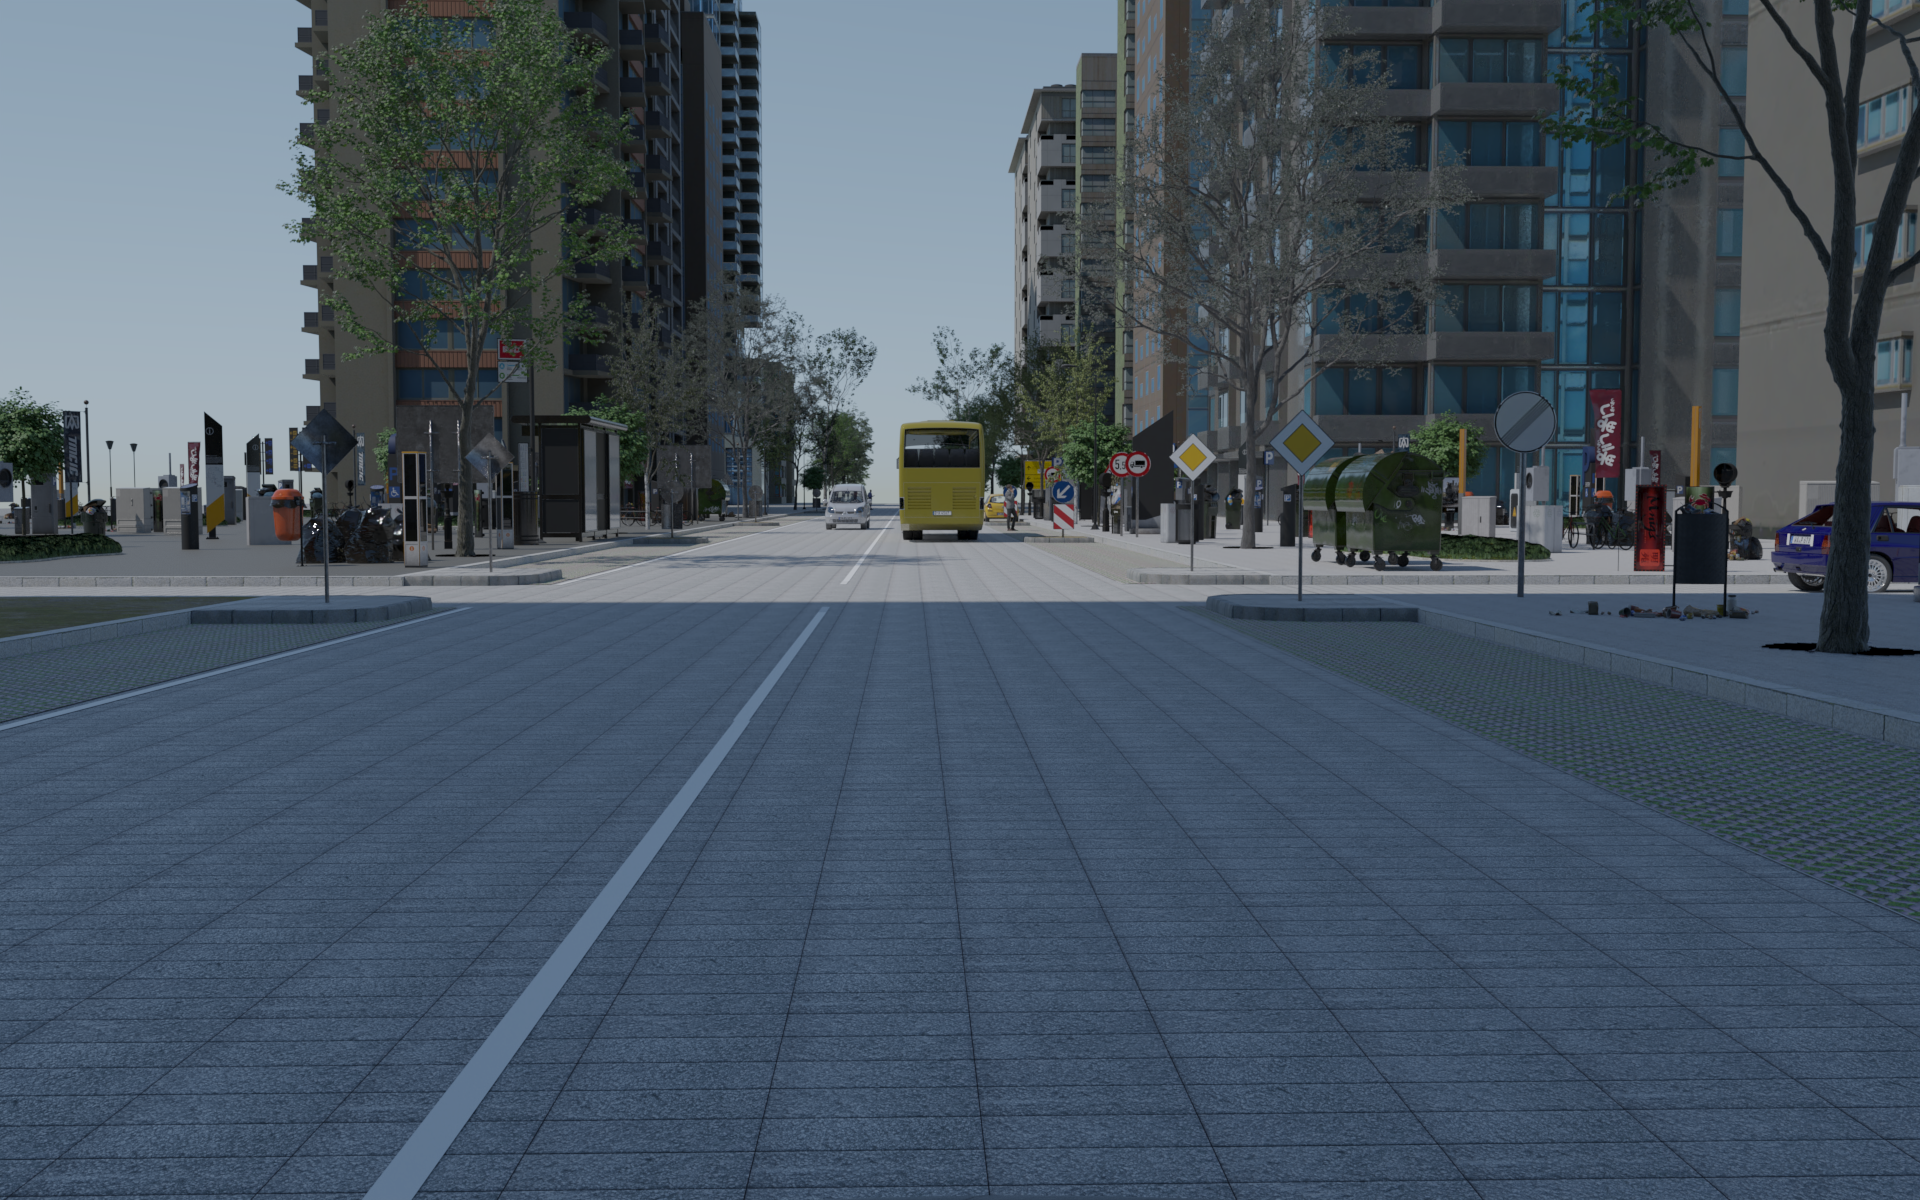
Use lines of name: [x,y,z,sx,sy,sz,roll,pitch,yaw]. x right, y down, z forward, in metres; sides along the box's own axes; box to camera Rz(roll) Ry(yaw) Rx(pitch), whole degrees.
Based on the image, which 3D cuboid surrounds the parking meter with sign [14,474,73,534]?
parking meter with sign: [-29.402,-3.627,55.567,1.738,3.016,0.543,0,4,-8]

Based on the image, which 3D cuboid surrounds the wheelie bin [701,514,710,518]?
wheelie bin: [-13.545,-5.120,91.628,0.693,1.594,0.980,2,4,32]

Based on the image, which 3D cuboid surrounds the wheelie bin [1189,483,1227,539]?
wheelie bin: [7.047,-2.557,49.711,0.693,1.594,0.980,3,4,38]

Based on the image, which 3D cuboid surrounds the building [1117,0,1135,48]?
building: [18.188,-27.073,126.231,14.154,41.232,14.086,0,4,-2]

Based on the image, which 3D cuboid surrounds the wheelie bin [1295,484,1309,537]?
wheelie bin: [10.318,-2.679,51.718,0.980,1.594,0.693,0,4,8]

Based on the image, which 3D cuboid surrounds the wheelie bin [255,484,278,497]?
wheelie bin: [-21.413,-2.801,53.708,0.980,1.594,0.693,2,4,33]

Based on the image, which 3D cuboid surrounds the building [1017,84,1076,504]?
building: [22.882,-38.652,221.196,28.713,52.752,27.495,0,4,-2]

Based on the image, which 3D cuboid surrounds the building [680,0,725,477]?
building: [-29.458,-31.138,159.209,14.600,45.320,14.200,0,4,-2]

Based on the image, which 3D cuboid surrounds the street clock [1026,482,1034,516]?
street clock: [4.157,-6.036,103.254,0.471,2.002,0.358,0,4,7]

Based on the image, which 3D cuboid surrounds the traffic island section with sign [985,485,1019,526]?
traffic island section with sign: [2.131,-4.278,78.578,1.989,1.847,2.006,0,4,-2]

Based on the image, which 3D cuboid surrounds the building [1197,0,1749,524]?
building: [24.584,-28.646,87.968,23.786,49.044,30.456,0,4,-2]

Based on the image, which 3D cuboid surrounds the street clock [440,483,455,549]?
street clock: [-11.975,-2.196,40.480,0.358,2.002,0.471,-1,4,-18]

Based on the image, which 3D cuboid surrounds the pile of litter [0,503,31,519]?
pile of litter: [-48.730,-4.607,89.295,1.719,0.858,1.176,0,4,-8]

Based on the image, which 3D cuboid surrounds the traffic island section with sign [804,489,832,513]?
traffic island section with sign: [-10.564,-7.329,128.450,1.989,1.847,2.006,0,4,-2]

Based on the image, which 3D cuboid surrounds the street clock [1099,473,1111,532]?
street clock: [4.957,-3.315,58.767,0.471,2.002,0.358,-2,4,-29]

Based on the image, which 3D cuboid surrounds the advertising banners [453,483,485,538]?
advertising banners: [-14.667,-3.383,51.494,0.090,3.025,2.074,-3,5,-42]

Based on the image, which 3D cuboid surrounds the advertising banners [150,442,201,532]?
advertising banners: [-26.278,-3.784,58.054,2.074,3.025,0.090,1,4,17]

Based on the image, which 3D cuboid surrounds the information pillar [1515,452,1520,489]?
information pillar: [22.126,-4.712,68.398,0.504,3.616,0.183,-2,4,-27]

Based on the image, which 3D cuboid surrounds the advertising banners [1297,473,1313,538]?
advertising banners: [10.269,-3.303,50.194,0.090,3.025,2.074,-1,4,-21]

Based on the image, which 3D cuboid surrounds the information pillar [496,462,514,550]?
information pillar: [-10.562,-2.183,40.190,0.304,2.012,0.304,-3,5,-39]

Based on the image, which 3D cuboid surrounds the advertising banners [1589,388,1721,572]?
advertising banners: [11.442,-1.982,28.586,2.074,3.025,0.090,1,4,12]

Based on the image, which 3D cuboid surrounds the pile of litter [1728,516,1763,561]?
pile of litter: [14.966,-1.213,33.796,1.719,0.858,1.176,-2,4,-26]

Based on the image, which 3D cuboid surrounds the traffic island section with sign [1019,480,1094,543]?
traffic island section with sign: [2.896,-2.617,51.422,1.989,1.847,2.006,0,4,-2]

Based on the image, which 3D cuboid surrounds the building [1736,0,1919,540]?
building: [33.325,-25.784,45.267,21.600,48.544,21.300,0,4,-2]

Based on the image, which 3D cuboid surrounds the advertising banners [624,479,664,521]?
advertising banners: [-14.913,-5.228,81.671,2.074,3.025,0.090,-1,4,-21]

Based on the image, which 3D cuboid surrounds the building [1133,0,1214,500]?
building: [19.032,-28.234,111.731,14.600,45.320,14.200,0,4,-2]

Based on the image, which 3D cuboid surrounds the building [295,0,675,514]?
building: [-31.470,-28.261,116.687,22.147,44.769,28.867,0,4,-2]

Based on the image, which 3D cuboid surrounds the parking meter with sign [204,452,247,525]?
parking meter with sign: [-30.511,-4.632,71.997,1.738,3.016,0.543,-1,4,-13]

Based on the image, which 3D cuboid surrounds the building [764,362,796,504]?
building: [-37.559,-24.156,239.986,27.650,21.520,28.899,0,4,-2]

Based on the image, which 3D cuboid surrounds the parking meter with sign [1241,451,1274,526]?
parking meter with sign: [12.016,-4.564,70.890,0.543,3.016,1.738,-2,4,-35]

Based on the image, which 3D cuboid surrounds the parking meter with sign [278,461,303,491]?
parking meter with sign: [-35.121,-5.745,90.191,0.543,3.016,1.738,2,4,34]

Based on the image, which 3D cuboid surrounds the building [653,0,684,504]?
building: [-31.371,-42.977,140.933,20.563,71.187,20.611,0,4,-2]

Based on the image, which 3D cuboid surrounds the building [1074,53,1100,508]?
building: [17.801,-29.422,164.636,14.154,41.232,14.086,0,4,-2]

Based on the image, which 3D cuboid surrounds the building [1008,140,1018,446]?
building: [21.981,-40.388,249.579,28.713,52.752,27.495,0,4,-2]

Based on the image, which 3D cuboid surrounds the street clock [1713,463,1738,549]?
street clock: [17.791,-2.185,40.294,0.358,2.002,0.471,-3,5,-44]

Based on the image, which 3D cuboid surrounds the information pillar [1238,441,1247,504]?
information pillar: [12.096,-5.046,73.863,0.183,3.616,0.504,-3,5,-43]

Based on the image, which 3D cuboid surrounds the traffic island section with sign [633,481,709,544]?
traffic island section with sign: [-8.334,-2.540,50.149,1.989,1.847,2.006,0,4,-2]

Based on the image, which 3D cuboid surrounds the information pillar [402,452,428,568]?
information pillar: [-9.491,-1.571,30.176,0.304,2.012,0.304,1,4,11]

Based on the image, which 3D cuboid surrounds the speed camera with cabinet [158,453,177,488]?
speed camera with cabinet: [-38.603,-5.435,83.201,2.038,3.252,0.660,1,4,20]

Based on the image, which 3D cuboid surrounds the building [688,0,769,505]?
building: [-34.023,-54.758,207.971,22.319,86.520,31.000,0,4,-2]

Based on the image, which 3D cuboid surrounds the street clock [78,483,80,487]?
street clock: [-44.694,-5.068,87.433,0.471,2.002,0.358,-2,4,-29]

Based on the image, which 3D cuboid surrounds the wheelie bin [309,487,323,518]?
wheelie bin: [-30.419,-4.534,82.032,0.693,1.594,0.980,-3,5,-44]

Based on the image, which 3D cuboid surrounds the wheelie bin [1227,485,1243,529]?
wheelie bin: [9.954,-3.368,62.976,0.693,1.594,0.980,1,4,8]

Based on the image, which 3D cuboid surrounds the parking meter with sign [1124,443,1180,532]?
parking meter with sign: [6.526,-3.862,59.407,1.738,3.016,0.543,-1,4,-12]

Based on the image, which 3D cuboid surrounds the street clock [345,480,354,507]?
street clock: [-30.864,-5.083,87.679,0.358,2.002,0.471,2,4,32]

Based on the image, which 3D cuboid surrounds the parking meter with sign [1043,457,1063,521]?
parking meter with sign: [4.419,-5.321,83.258,0.543,3.016,1.738,-1,4,-14]

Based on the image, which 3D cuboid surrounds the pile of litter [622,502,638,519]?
pile of litter: [-16.900,-4.532,88.056,1.719,0.858,1.176,-1,4,-14]

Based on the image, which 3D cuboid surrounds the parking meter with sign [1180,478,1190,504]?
parking meter with sign: [10.307,-5.104,79.717,0.543,3.016,1.738,3,5,44]

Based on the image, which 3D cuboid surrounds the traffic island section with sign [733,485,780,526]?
traffic island section with sign: [-9.129,-4.226,77.719,1.989,1.847,2.006,0,4,-2]
